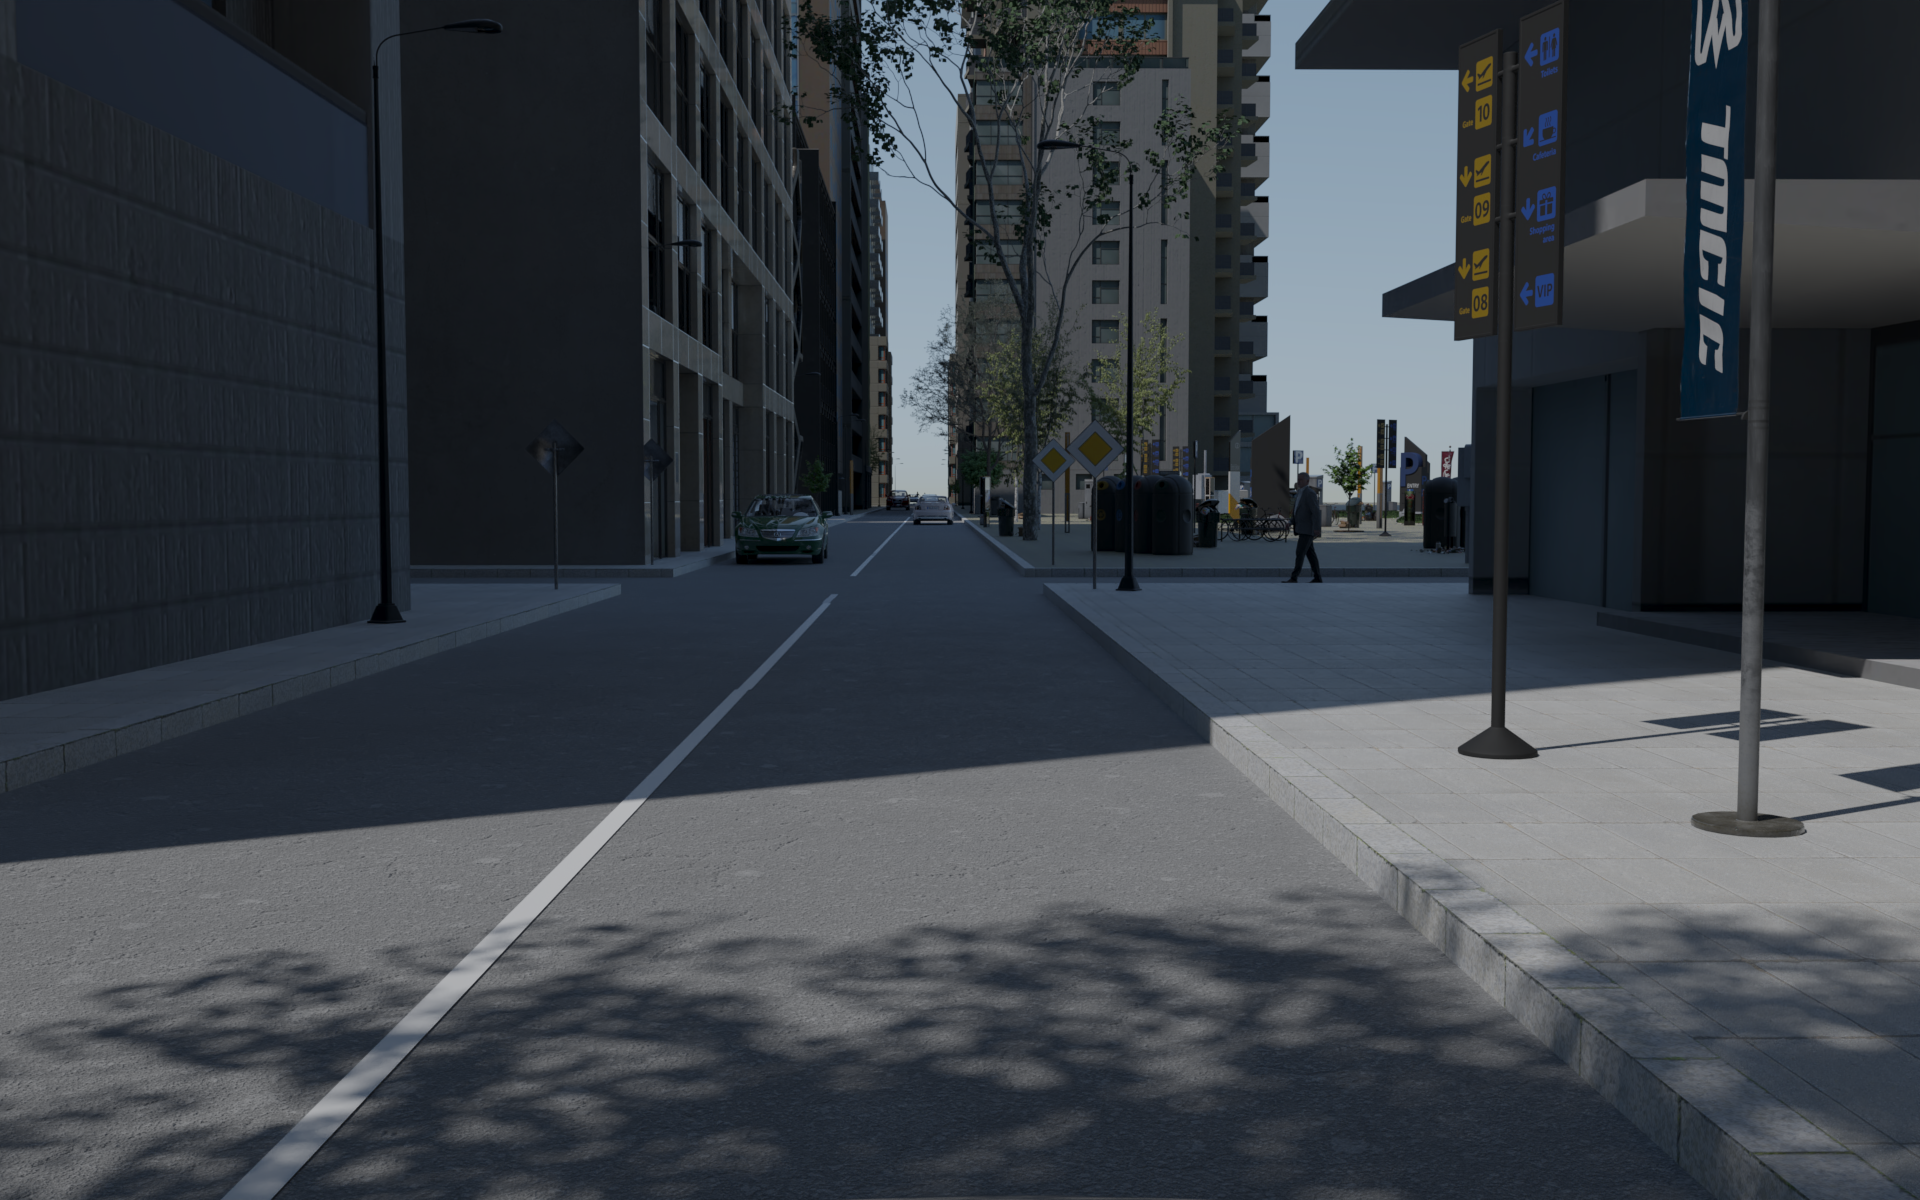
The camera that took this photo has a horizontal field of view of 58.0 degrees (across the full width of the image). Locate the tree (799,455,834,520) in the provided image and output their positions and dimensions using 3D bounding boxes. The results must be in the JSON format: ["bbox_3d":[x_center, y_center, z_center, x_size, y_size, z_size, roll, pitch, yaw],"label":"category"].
[{"bbox_3d":[-6.935,-5.523,84.907,1.663,3.219,1.824,0,3,0],"label":"tree"}]

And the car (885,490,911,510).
[{"bbox_3d":[-5.466,-8.835,153.117,2.281,1.827,5.304,0,4,0],"label":"car"}]

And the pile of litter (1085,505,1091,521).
[{"bbox_3d":[6.678,-4.234,83.198,1.176,0.858,1.719,-1,4,-17],"label":"pile of litter"}]

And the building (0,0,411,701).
[{"bbox_3d":[-19.996,-28.786,12.653,28.212,58.520,21.231,0,4,-1],"label":"building"}]

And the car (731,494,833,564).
[{"bbox_3d":[-3.784,-1.551,37.163,2.131,1.459,4.920,0,4,-3],"label":"car"}]

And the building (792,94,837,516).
[{"bbox_3d":[-13.363,-16.230,95.040,12.332,23.373,15.834,0,4,-1],"label":"building"}]

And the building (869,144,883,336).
[{"bbox_3d":[-21.742,-37.516,232.997,23.786,49.044,30.456,0,4,-1],"label":"building"}]

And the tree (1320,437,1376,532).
[{"bbox_3d":[13.284,-3.911,58.544,1.663,3.219,1.824,0,3,0],"label":"tree"}]

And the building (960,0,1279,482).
[{"bbox_3d":[14.621,-35.417,168.307,28.713,52.752,27.495,0,4,-1],"label":"building"}]

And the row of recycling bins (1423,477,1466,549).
[{"bbox_3d":[12.251,-2.129,41.918,1.069,1.692,3.534,3,4,38],"label":"row of recycling bins"}]

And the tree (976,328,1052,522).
[{"bbox_3d":[2.774,-7.808,78.026,4.737,8.622,4.395,0,3,0],"label":"tree"}]

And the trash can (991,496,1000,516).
[{"bbox_3d":[2.006,-5.595,103.124,0.748,1.137,0.748,0,3,0],"label":"trash can"}]

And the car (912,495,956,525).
[{"bbox_3d":[-1.245,-4.253,81.891,2.083,1.381,4.827,0,4,0],"label":"car"}]

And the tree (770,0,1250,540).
[{"bbox_3d":[1.186,-11.645,46.291,12.611,20.169,13.585,0,3,0],"label":"tree"}]

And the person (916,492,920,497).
[{"bbox_3d":[-6.500,-15.634,264.133,1.348,1.822,0.705,-2,4,-35],"label":"person"}]

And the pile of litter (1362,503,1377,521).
[{"bbox_3d":[19.349,-4.201,82.650,1.719,0.858,1.176,0,4,0],"label":"pile of litter"}]

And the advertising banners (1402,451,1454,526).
[{"bbox_3d":[18.998,-4.532,70.293,2.074,3.025,0.090,0,4,2],"label":"advertising banners"}]

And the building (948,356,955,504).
[{"bbox_3d":[12.325,-23.401,227.641,27.650,21.520,28.899,0,4,-1],"label":"building"}]

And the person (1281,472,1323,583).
[{"bbox_3d":[5.320,-1.110,27.042,0.834,1.777,0.661,-1,4,-22],"label":"person"}]

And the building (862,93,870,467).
[{"bbox_3d":[-16.172,-29.831,171.330,14.154,41.232,14.086,0,4,-1],"label":"building"}]

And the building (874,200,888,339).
[{"bbox_3d":[-17.694,-37.086,256.467,14.600,45.320,14.200,0,4,-1],"label":"building"}]

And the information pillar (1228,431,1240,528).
[{"bbox_3d":[10.128,-4.435,63.872,0.504,3.616,0.183,-2,4,-31],"label":"information pillar"}]

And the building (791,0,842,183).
[{"bbox_3d":[-15.016,-28.327,113.253,14.600,45.320,14.200,0,4,-1],"label":"building"}]

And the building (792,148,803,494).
[{"bbox_3d":[-15.203,-12.588,73.272,16.820,18.784,16.811,0,4,-1],"label":"building"}]

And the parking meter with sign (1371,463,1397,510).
[{"bbox_3d":[24.043,-6.223,98.012,0.543,3.016,1.738,-2,4,-30],"label":"parking meter with sign"}]

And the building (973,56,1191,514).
[{"bbox_3d":[7.853,-21.199,118.310,14.160,30.474,14.107,0,4,-1],"label":"building"}]

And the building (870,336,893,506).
[{"bbox_3d":[-22.078,-21.967,204.206,27.650,21.520,28.899,0,4,-1],"label":"building"}]

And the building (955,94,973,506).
[{"bbox_3d":[10.228,-35.330,201.353,21.300,48.544,21.600,0,4,-1],"label":"building"}]

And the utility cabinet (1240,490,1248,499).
[{"bbox_3d":[15.729,-5.478,98.237,1.173,1.500,0.318,-1,4,-11],"label":"utility cabinet"}]

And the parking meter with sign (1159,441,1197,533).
[{"bbox_3d":[6.888,-3.709,56.904,1.738,3.016,0.543,1,4,14],"label":"parking meter with sign"}]

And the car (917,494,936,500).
[{"bbox_3d":[-2.415,-7.848,138.101,2.009,1.686,4.222,0,4,-1],"label":"car"}]

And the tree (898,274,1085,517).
[{"bbox_3d":[1.710,-11.368,96.231,12.009,13.543,11.850,0,3,0],"label":"tree"}]

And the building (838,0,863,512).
[{"bbox_3d":[-18.505,-31.068,131.661,21.300,48.544,21.600,0,4,-1],"label":"building"}]

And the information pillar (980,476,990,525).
[{"bbox_3d":[1.017,-4.081,71.224,0.304,2.012,0.304,-3,5,-40],"label":"information pillar"}]

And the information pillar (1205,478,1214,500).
[{"bbox_3d":[11.124,-4.446,77.180,0.304,2.012,0.304,-3,5,-39],"label":"information pillar"}]

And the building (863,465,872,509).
[{"bbox_3d":[-18.250,-43.681,152.443,20.563,71.187,20.611,0,4,-1],"label":"building"}]

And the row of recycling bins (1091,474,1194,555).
[{"bbox_3d":[3.967,-1.877,37.810,1.069,1.692,3.534,-2,4,-24],"label":"row of recycling bins"}]

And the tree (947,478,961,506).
[{"bbox_3d":[-0.358,-11.970,190.317,1.663,3.219,1.824,0,3,0],"label":"tree"}]

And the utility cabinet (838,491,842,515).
[{"bbox_3d":[-7.490,-5.880,104.819,0.318,1.500,1.173,-2,4,-26],"label":"utility cabinet"}]

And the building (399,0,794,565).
[{"bbox_3d":[-15.564,-14.850,47.312,19.350,26.468,34.151,0,4,-1],"label":"building"}]

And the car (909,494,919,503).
[{"bbox_3d":[-7.118,-15.209,260.668,2.014,1.417,4.499,0,4,-2],"label":"car"}]

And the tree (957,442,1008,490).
[{"bbox_3d":[1.466,-7.713,109.824,4.285,4.588,4.351,0,3,0],"label":"tree"}]

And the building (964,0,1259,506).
[{"bbox_3d":[11.503,-29.649,139.382,22.147,44.769,28.867,0,4,-1],"label":"building"}]

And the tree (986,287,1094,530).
[{"bbox_3d":[2.836,-6.847,62.315,4.360,8.622,3.978,0,3,0],"label":"tree"}]

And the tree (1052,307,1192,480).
[{"bbox_3d":[6.846,-7.176,67.692,4.737,8.622,4.395,0,3,0],"label":"tree"}]

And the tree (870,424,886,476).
[{"bbox_3d":[-9.677,-14.189,182.344,4.737,8.622,4.395,0,3,0],"label":"tree"}]

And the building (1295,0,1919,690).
[{"bbox_3d":[17.811,-25.651,8.636,28.713,52.752,27.495,0,4,-1],"label":"building"}]

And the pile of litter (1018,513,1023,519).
[{"bbox_3d":[3.343,-4.605,89.255,1.719,0.858,1.176,-2,4,-34],"label":"pile of litter"}]
